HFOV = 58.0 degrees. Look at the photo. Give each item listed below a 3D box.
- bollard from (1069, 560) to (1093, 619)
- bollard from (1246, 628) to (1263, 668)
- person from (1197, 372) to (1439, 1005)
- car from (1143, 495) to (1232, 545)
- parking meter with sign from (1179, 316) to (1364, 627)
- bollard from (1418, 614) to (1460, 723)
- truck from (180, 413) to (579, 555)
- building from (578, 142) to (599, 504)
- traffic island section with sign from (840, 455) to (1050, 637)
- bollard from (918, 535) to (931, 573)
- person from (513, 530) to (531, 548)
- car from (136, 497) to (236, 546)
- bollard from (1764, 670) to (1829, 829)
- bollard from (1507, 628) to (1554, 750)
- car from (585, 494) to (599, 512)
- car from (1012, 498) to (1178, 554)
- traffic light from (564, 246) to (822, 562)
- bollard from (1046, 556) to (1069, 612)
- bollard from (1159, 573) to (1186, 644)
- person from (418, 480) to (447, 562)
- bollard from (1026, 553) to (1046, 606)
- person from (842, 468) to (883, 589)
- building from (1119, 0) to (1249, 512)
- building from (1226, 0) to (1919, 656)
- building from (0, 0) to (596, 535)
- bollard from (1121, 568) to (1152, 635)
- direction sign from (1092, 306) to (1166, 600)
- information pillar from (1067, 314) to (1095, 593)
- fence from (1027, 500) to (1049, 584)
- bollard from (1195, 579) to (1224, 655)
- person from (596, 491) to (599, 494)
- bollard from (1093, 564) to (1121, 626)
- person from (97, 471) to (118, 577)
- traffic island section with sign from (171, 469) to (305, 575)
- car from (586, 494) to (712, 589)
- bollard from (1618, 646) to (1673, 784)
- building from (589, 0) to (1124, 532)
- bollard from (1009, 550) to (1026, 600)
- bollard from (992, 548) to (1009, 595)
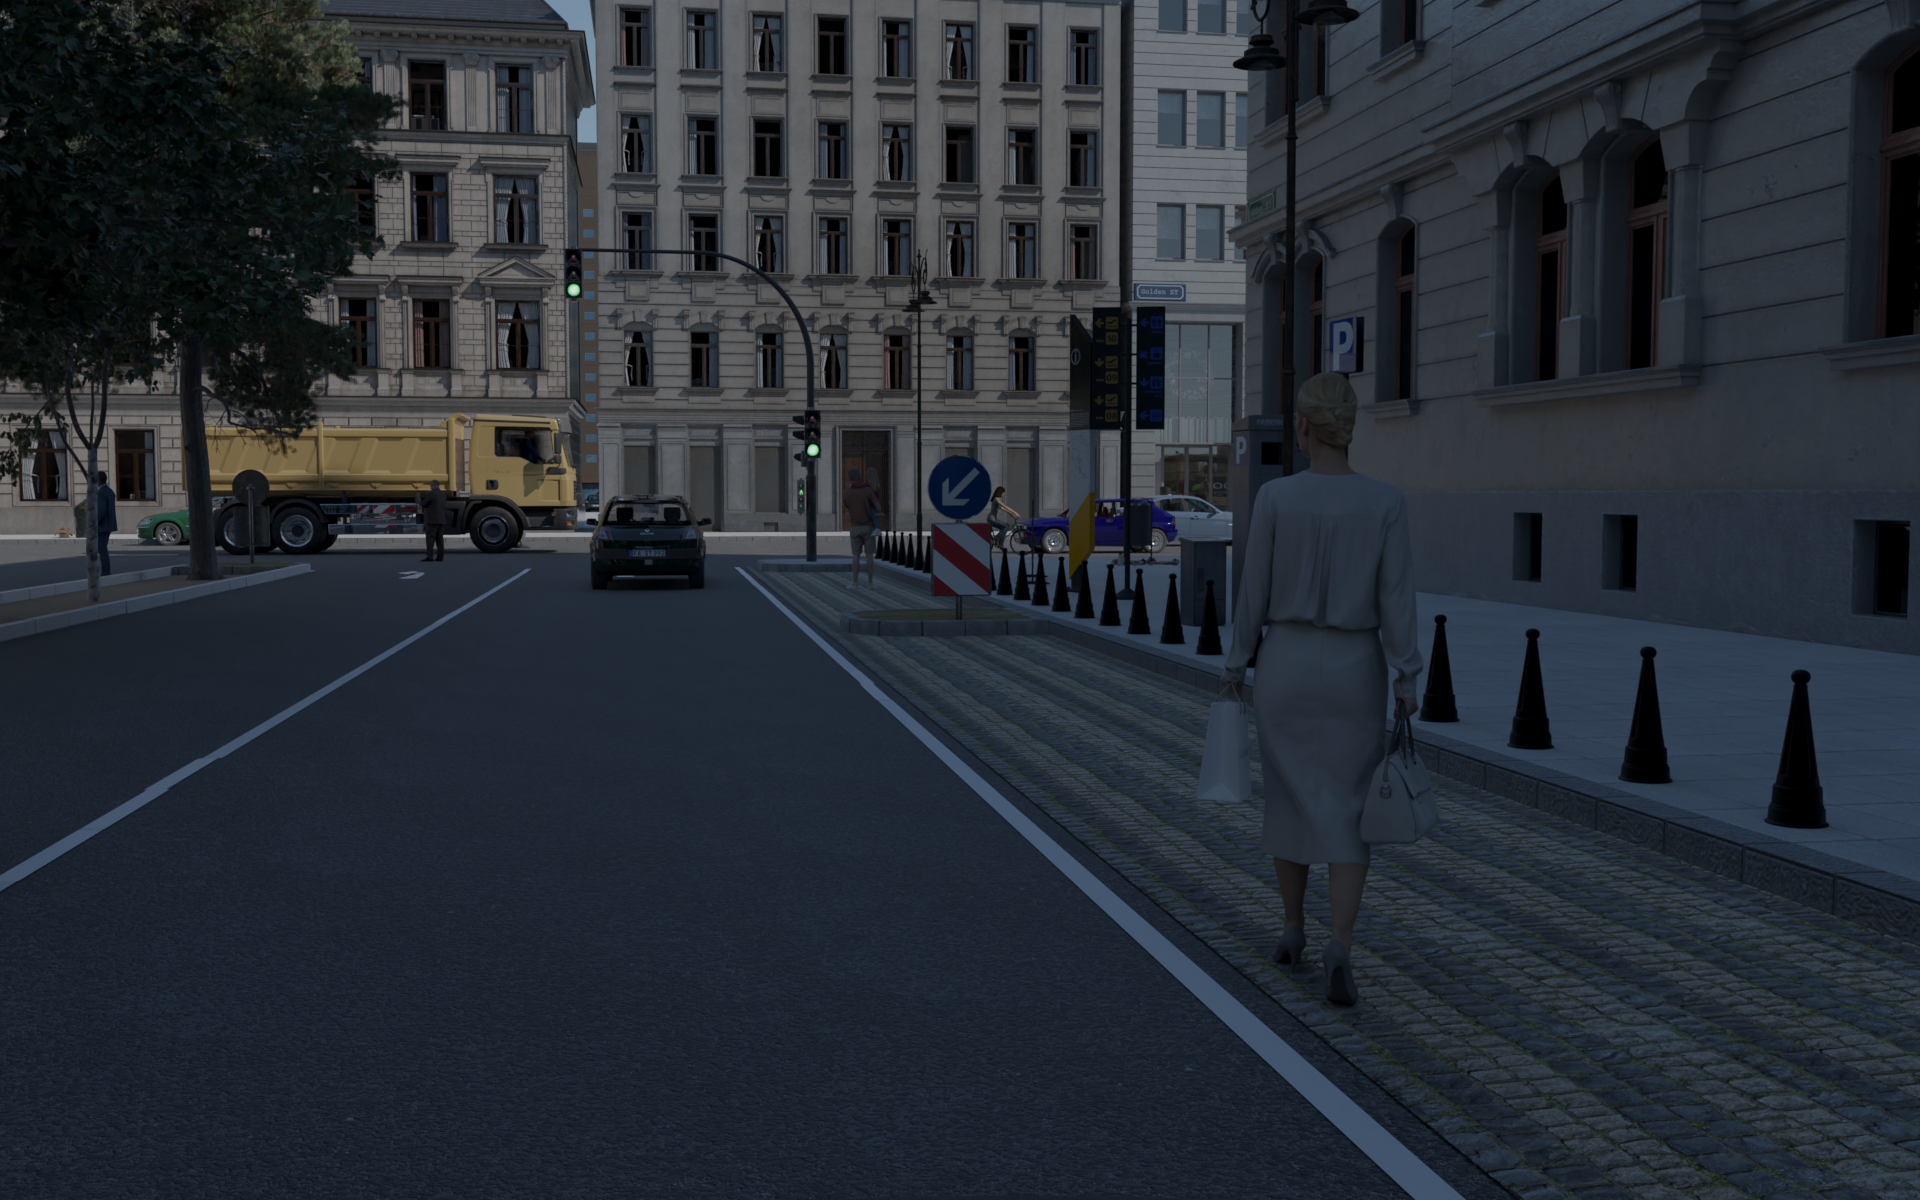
[{"bbox_3d":[1.290,-0.115,17.917,0.229,0.601,0.229,0,3,0],"label":"bollard"},{"bbox_3d":[2.181,0.195,12.851,0.229,0.601,0.229,0,3,0],"label":"bollard"},{"bbox_3d":[1.009,0.236,4.987,0.694,1.780,0.624,2,4,26],"label":"person"},{"bbox_3d":[6.282,-2.209,48.114,4.499,1.417,2.014,-1,4,-11],"label":"car"},{"bbox_3d":[3.043,-1.270,17.030,1.738,3.016,0.543,-1,4,-17],"label":"parking meter with sign"},{"bbox_3d":[2.716,0.381,9.806,0.229,0.601,0.229,0,3,0],"label":"bollard"},{"bbox_3d":[-13.497,-2.835,42.275,9.791,3.379,3.469,-1,4,-11],"label":"truck"},{"bbox_3d":[-49.411,-34.822,219.449,14.200,45.320,14.600,-1,4,-10],"label":"building"},{"bbox_3d":[-0.234,-0.590,18.277,1.989,1.847,2.006,-1,4,-10],"label":"traffic island section with sign"},{"bbox_3d":[-0.504,-0.738,28.107,0.229,0.601,0.229,0,3,0],"label":"bollard"},{"bbox_3d":[-11.623,-2.271,45.761,0.434,1.807,0.598,-2,4,-34],"label":"person"},{"bbox_3d":[-20.625,-2.272,48.949,4.920,1.459,2.131,-1,4,-10],"label":"car"},{"bbox_3d":[3.257,0.570,6.724,0.229,0.601,0.229,0,3,0],"label":"bollard"},{"bbox_3d":[2.897,0.444,8.778,0.229,0.601,0.229,0,3,0],"label":"bollard"},{"bbox_3d":[-28.103,-7.608,134.171,2.009,1.686,4.222,-1,4,-8],"label":"car"},{"bbox_3d":[3.276,-1.824,42.396,3.894,1.354,1.945,-1,4,-10],"label":"car"},{"bbox_3d":[-4.899,-3.527,32.342,4.771,5.953,1.251,-1,4,-10],"label":"traffic light"},{"bbox_3d":[1.109,-0.177,18.935,0.229,0.601,0.229,0,3,0],"label":"bollard"},{"bbox_3d":[1.826,0.071,14.874,0.229,0.601,0.229,0,3,0],"label":"bollard"},{"bbox_3d":[-11.256,-1.696,36.909,0.600,1.739,0.565,0,4,-4],"label":"person"},{"bbox_3d":[0.928,-0.240,19.963,0.229,0.601,0.229,0,3,0],"label":"bollard"},{"bbox_3d":[-1.422,-1.068,25.938,0.580,1.828,0.573,-3,4,-37],"label":"person"},{"bbox_3d":[19.551,-17.732,67.419,29.804,29.767,11.434,-1,4,-10],"label":"building"},{"bbox_3d":[12.786,-14.174,19.139,14.401,28.519,23.554,-1,4,-10],"label":"building"},{"bbox_3d":[-22.554,-11.950,60.003,19.286,19.102,10.561,-1,4,-10],"label":"building"},{"bbox_3d":[1.645,0.009,15.890,0.229,0.601,0.229,0,3,0],"label":"bollard"},{"bbox_3d":[2.041,-1.776,21.029,0.876,3.537,0.379,0,4,7],"label":"direction sign"},{"bbox_3d":[1.575,-1.902,22.453,0.183,3.616,0.504,-2,4,-30],"label":"information pillar"},{"bbox_3d":[1.076,-0.886,25.685,0.480,1.192,2.264,0,4,2],"label":"fence"},{"bbox_3d":[1.999,0.133,13.862,0.229,0.601,0.229,0,3,0],"label":"bollard"},{"bbox_3d":[-30.741,-8.472,147.464,0.683,1.767,0.568,2,4,31],"label":"person"},{"bbox_3d":[1.466,-0.053,16.901,0.229,0.601,0.229,0,3,0],"label":"bollard"},{"bbox_3d":[-13.926,-1.190,28.145,0.419,1.800,0.721,-1,4,-19],"label":"person"},{"bbox_3d":[-13.000,-1.424,31.422,2.006,1.907,1.989,-1,4,-10],"label":"traffic island section with sign"},{"bbox_3d":[-4.944,-1.086,27.544,2.009,1.686,4.222,-1,4,-9],"label":"car"},{"bbox_3d":[3.074,0.507,7.751,0.229,0.601,0.229,0,3,0],"label":"bollard"},{"bbox_3d":[-3.976,-13.061,62.704,18.267,20.994,9.793,-1,4,-10],"label":"building"},{"bbox_3d":[0.754,-0.302,20.974,0.229,0.601,0.229,0,3,0],"label":"bollard"},{"bbox_3d":[0.570,-0.365,22.011,0.229,0.601,0.229,0,3,0],"label":"bollard"}]
